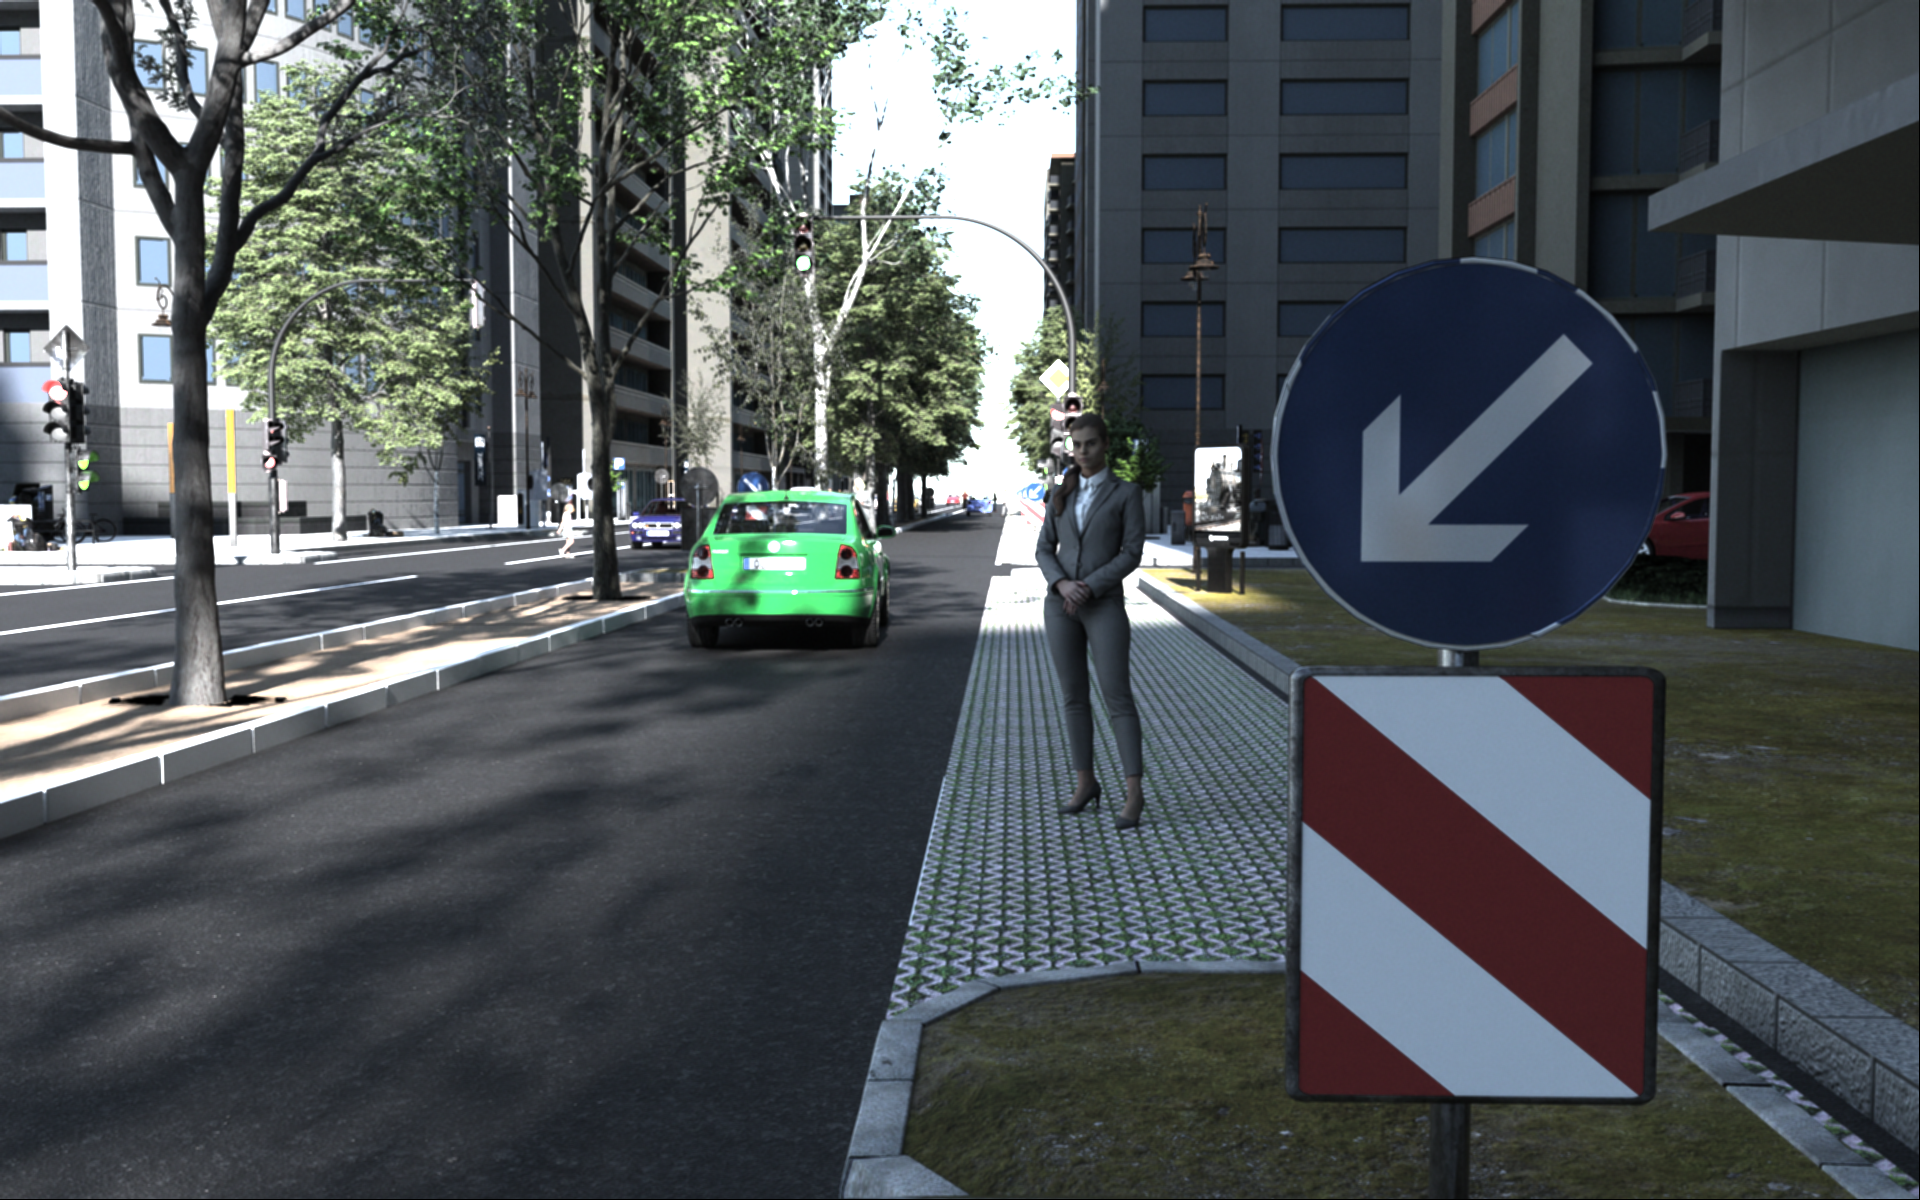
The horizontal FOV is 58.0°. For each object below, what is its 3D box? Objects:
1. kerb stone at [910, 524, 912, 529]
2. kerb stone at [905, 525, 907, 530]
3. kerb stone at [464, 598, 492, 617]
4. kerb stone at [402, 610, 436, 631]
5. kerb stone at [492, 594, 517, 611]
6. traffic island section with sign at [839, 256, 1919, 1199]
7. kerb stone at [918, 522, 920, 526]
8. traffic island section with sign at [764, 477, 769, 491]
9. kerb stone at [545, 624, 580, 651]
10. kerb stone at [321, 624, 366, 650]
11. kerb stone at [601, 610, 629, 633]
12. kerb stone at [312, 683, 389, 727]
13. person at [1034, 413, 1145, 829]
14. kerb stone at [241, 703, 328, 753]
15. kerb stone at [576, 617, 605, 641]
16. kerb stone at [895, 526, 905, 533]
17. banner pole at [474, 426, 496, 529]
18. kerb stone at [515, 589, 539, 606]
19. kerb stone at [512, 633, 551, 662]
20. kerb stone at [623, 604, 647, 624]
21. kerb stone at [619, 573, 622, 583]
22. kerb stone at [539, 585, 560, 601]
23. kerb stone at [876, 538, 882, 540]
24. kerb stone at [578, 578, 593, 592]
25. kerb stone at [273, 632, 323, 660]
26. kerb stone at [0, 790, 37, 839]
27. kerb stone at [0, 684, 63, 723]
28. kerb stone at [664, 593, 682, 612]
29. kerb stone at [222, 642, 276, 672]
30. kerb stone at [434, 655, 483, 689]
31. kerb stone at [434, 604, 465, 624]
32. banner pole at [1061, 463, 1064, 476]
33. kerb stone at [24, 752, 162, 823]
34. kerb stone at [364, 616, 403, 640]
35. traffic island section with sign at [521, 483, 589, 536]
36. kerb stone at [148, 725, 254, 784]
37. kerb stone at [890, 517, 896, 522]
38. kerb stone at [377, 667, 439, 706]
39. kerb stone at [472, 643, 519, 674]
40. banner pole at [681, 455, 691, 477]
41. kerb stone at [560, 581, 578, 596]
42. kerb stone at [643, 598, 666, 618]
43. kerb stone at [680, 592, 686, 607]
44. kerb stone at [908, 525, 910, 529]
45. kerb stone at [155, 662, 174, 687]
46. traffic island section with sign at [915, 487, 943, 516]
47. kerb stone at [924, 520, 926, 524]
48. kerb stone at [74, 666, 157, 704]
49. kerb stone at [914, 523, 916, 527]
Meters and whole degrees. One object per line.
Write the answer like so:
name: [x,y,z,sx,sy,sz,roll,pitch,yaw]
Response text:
kerb stone: [-2.150,-2.924,70.061,0.120,0.150,1.000,0,4,2]
kerb stone: [-2.245,-2.736,66.983,0.120,0.150,1.000,0,4,2]
kerb stone: [-5.749,0.109,20.406,0.120,0.150,1.000,0,4,2]
kerb stone: [-5.812,0.235,18.363,0.120,0.150,1.000,0,4,2]
kerb stone: [-5.721,0.049,21.429,0.120,0.150,1.000,0,4,2]
traffic island section with sign: [0.775,0.301,3.705,1.989,1.847,2.006,0,4,2]
kerb stone: [-1.970,-3.303,76.199,0.120,0.150,1.000,0,4,2]
traffic island section with sign: [-4.226,-1.719,36.246,2.006,1.907,1.989,0,4,2]
kerb stone: [-3.774,0.364,16.241,0.120,0.150,1.000,0,4,2]
kerb stone: [-5.869,0.359,16.319,0.120,0.150,1.000,0,4,2]
kerb stone: [-3.700,0.238,18.299,0.120,0.150,1.000,0,4,2]
kerb stone: [-3.924,0.681,11.120,0.120,0.150,1.000,0,4,2]
person: [0.563,0.071,7.611,0.520,1.790,0.573,1,4,11]
kerb stone: [-3.954,0.748,10.086,0.120,0.150,1.000,0,4,2]
kerb stone: [-3.746,0.301,17.268,0.120,0.150,1.000,0,4,2]
kerb stone: [-2.274,-2.675,65.961,0.120,0.150,1.000,0,4,2]
banner pole: [-17.510,-4.510,63.755,0.401,3.779,0.863,3,5,44]
kerb stone: [-5.682,-0.016,22.453,0.120,0.150,1.000,0,4,2]
kerb stone: [-3.806,0.429,15.217,0.120,0.150,1.000,0,4,2]
kerb stone: [-3.682,0.176,19.326,0.120,0.150,1.000,0,4,2]
kerb stone: [-5.526,-0.330,27.595,0.120,0.150,1.000,0,4,2]
kerb stone: [-5.655,-0.079,23.488,0.120,0.150,1.000,0,4,2]
kerb stone: [-2.557,-2.111,56.711,0.120,0.150,1.000,0,4,2]
kerb stone: [-5.603,-0.197,25.532,0.120,0.150,1.000,0,4,2]
kerb stone: [-5.908,0.422,15.288,0.120,0.150,1.000,0,4,2]
kerb stone: [-4.050,0.930,7.013,0.120,0.150,1.000,0,4,2]
kerb stone: [-6.018,0.674,11.193,0.120,0.150,1.000,0,4,2]
kerb stone: [-3.618,0.050,21.373,0.120,0.150,1.000,0,4,2]
kerb stone: [-5.928,0.485,14.266,0.120,0.150,1.000,0,4,2]
kerb stone: [-3.862,0.558,13.168,0.120,0.150,1.000,0,4,2]
kerb stone: [-5.784,0.172,19.385,0.120,0.150,1.000,0,4,2]
banner pole: [5.342,-6.165,90.822,0.401,3.779,0.863,-1,4,-10]
kerb stone: [-4.020,0.868,8.037,0.120,0.150,1.000,0,4,2]
kerb stone: [-5.835,0.297,17.341,0.120,0.150,1.000,0,4,2]
traffic island section with sign: [-13.920,-3.130,59.796,1.989,1.847,2.006,0,4,2]
kerb stone: [-3.985,0.808,9.062,0.120,0.150,1.000,0,4,2]
kerb stone: [-3.550,-4.366,93.722,0.120,0.150,1.000,0,4,2]
kerb stone: [-3.897,0.615,12.146,0.120,0.150,1.000,0,4,2]
kerb stone: [-3.835,0.491,14.194,0.120,0.150,1.000,0,4,2]
banner pole: [-17.620,-7.459,111.970,0.863,3.779,0.401,1,4,10]
kerb stone: [-5.621,-0.141,24.510,0.120,0.150,1.000,0,4,2]
kerb stone: [-3.648,0.113,20.347,0.120,0.150,1.000,0,4,2]
kerb stone: [-3.585,-0.012,22.400,0.120,0.150,1.000,0,4,2]
kerb stone: [-2.191,-2.865,69.040,0.120,0.150,1.000,0,4,2]
kerb stone: [-5.959,0.553,13.245,0.120,0.150,1.000,0,4,2]
traffic island section with sign: [-1.981,-6.313,111.352,2.006,1.907,1.989,0,4,2]
kerb stone: [-1.816,-3.618,81.344,0.120,0.150,1.000,0,4,2]
kerb stone: [-5.992,0.610,12.223,0.120,0.150,1.000,0,4,2]
kerb stone: [-2.063,-3.115,73.128,0.120,0.150,1.000,0,4,2]
